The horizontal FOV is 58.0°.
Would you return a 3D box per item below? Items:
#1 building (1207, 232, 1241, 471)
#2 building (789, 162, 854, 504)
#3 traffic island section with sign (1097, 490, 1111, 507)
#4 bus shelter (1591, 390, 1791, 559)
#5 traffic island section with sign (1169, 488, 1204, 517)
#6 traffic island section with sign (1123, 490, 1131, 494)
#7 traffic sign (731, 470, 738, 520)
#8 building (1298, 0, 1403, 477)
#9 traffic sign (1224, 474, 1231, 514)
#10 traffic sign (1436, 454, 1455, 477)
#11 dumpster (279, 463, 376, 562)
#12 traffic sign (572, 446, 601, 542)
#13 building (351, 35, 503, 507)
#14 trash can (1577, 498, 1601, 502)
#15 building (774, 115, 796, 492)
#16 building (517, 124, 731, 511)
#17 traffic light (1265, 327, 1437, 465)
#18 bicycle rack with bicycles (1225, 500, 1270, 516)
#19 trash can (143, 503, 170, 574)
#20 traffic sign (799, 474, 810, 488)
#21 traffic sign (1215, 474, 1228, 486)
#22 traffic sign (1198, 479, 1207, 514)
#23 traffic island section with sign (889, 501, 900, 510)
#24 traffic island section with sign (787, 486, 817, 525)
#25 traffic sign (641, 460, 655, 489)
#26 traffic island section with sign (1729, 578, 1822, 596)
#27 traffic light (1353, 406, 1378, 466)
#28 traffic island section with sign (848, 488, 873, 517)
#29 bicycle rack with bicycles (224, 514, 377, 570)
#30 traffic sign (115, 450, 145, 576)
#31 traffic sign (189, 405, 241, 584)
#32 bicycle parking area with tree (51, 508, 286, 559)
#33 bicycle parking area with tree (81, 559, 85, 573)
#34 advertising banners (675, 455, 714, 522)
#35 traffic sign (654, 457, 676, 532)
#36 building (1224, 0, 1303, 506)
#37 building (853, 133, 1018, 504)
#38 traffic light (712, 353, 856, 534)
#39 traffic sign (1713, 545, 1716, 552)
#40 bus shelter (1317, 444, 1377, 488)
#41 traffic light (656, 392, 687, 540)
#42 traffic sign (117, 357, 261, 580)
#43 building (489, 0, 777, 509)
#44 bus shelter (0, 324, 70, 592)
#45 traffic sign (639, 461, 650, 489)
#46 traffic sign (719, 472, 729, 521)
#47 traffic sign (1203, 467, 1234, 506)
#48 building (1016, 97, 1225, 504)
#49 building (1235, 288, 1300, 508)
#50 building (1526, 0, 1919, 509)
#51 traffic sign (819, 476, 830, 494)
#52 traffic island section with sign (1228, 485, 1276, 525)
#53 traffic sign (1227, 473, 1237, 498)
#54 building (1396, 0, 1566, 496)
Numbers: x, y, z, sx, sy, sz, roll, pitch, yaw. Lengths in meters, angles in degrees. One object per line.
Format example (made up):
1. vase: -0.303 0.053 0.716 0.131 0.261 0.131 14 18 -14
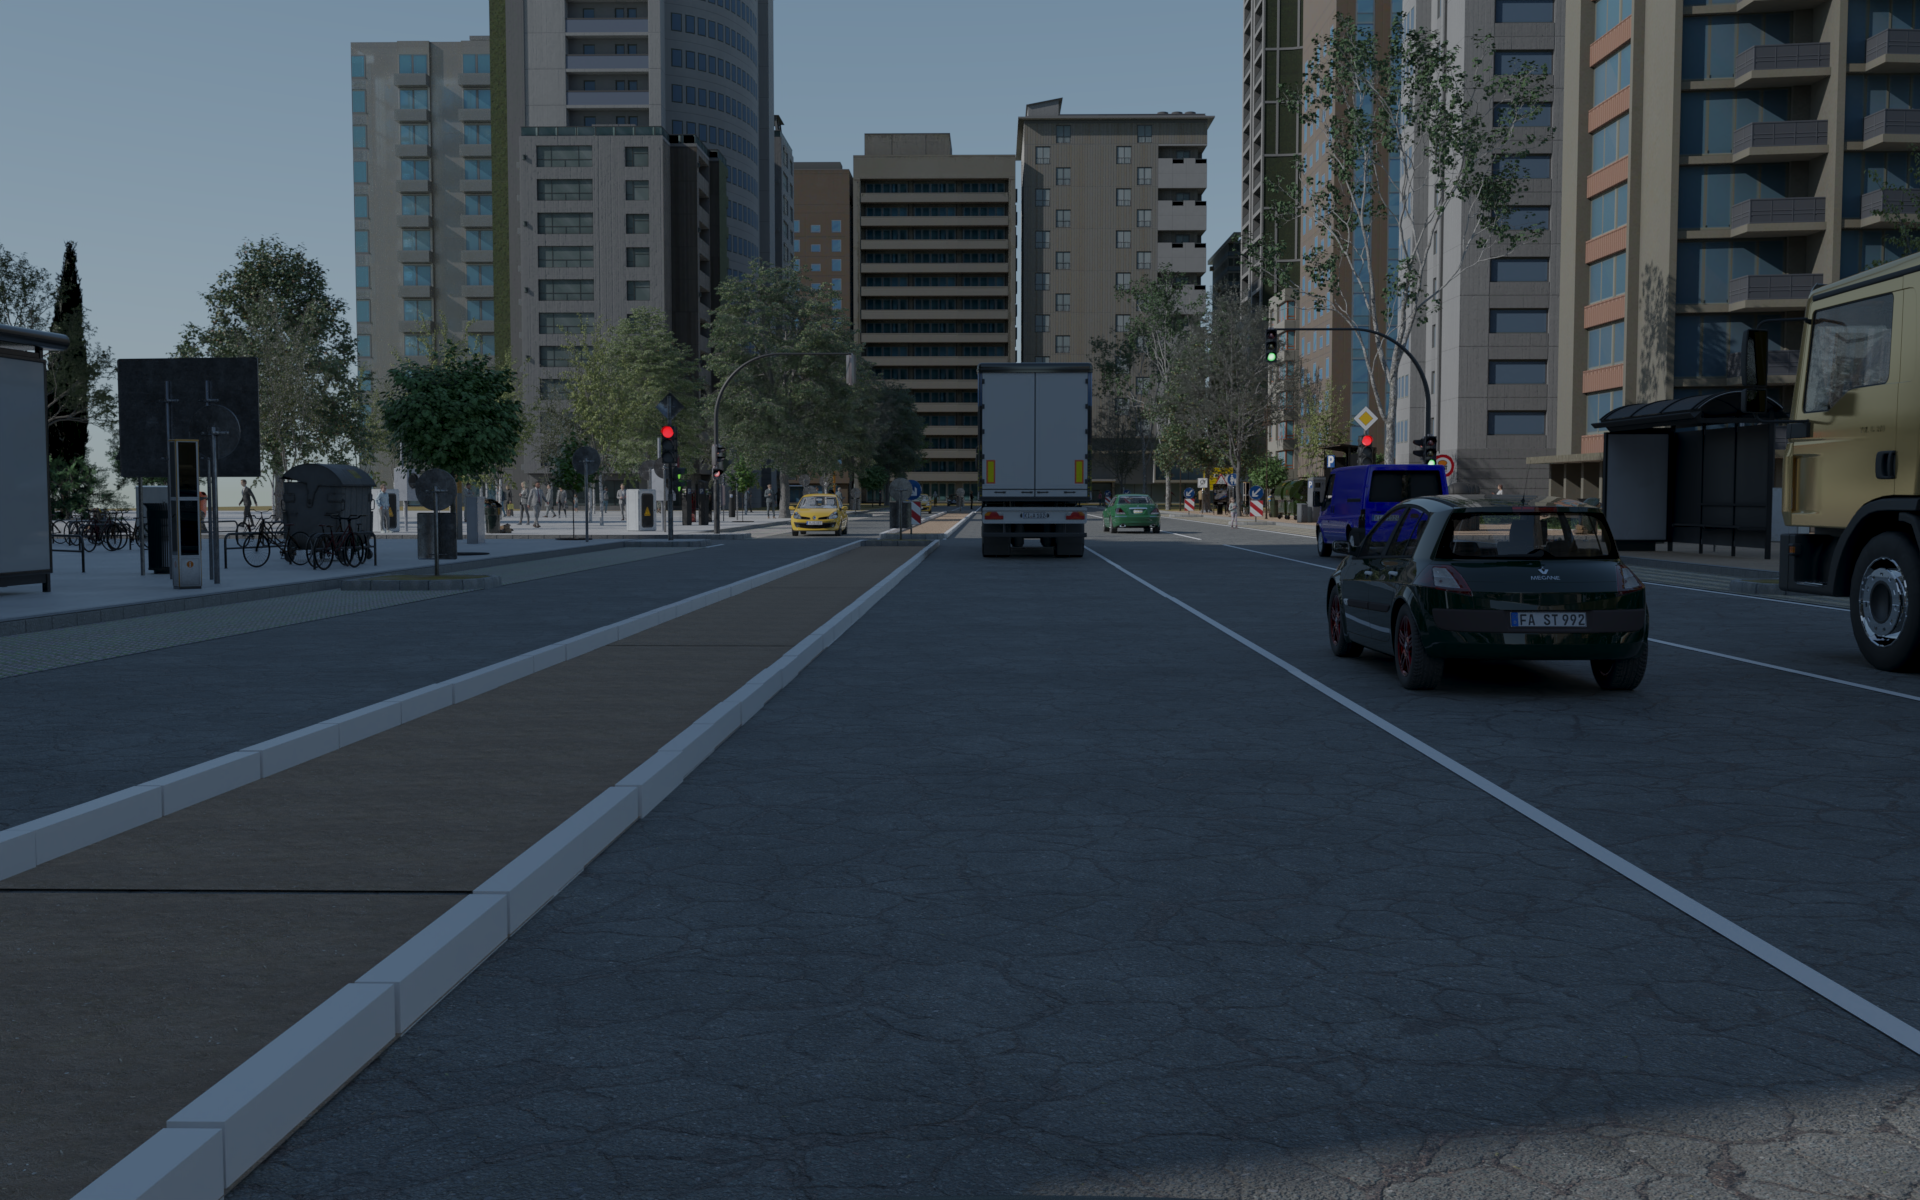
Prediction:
1. building: 47.732 -33.542 240.285 23.993 40.220 32.217 0 4 1
2. building: -21.311 -35.622 232.526 14.200 45.320 14.600 0 4 1
3. traffic island section with sign: 15.641 -10.791 185.053 1.989 1.847 2.006 0 4 1
4. bus shelter: 15.189 -2.596 36.366 2.014 3.302 5.546 0 4 1
5. traffic island section with sign: 14.054 -6.055 107.632 1.989 1.847 2.006 0 4 1
6. traffic island section with sign: 15.086 -9.142 158.103 1.989 1.847 2.006 0 4 1
7. traffic sign: -10.928 -5.186 84.893 0.768 2.556 0.104 1 4 10
8. building: 35.261 -29.823 137.711 14.600 45.320 14.200 0 4 1
9. traffic sign: 17.449 -6.841 111.964 0.768 2.556 0.104 0 4 5
10. traffic sign: 15.355 -3.370 55.201 0.768 2.556 0.104 0 4 4
11. dumpster: -12.145 -1.685 33.303 1.264 1.857 1.865 0 4 1
12. traffic sign: -9.957 -2.817 46.164 0.768 2.556 0.104 0 4 2
13. building: -47.868 -34.534 184.234 30.456 49.044 23.786 0 4 1
14. trash can: 20.793 -2.793 57.321 0.748 1.137 0.748 0 3 0
15. building: -25.390 -30.910 188.966 14.086 41.232 14.154 0 4 1
16. building: -26.578 -22.474 139.147 14.160 30.474 14.107 0 4 1
17. traffic light: 10.672 -4.444 47.335 4.771 5.953 1.251 0 4 1
18. bicycle rack with bicycles: 17.200 -5.484 103.037 2.852 0.926 2.925 0 4 -6
19. trash can: -12.790 -0.998 27.973 0.748 1.137 0.748 0 3 0
20. traffic sign: -10.022 -6.821 111.633 0.768 2.556 0.104 0 4 2
21. traffic sign: 16.721 -6.786 110.962 0.884 2.594 0.081 0 4 8
22. traffic sign: 15.763 -6.751 112.506 0.606 2.300 0.079 1 4 10
23. traffic island section with sign: -5.443 -9.117 157.693 1.989 1.847 2.006 0 4 1
24. traffic island section with sign: -7.017 -4.436 81.162 1.989 1.847 2.006 0 4 1
25. traffic sign: -11.580 -3.960 64.848 0.768 2.556 0.104 0 4 5
26. traffic island section with sign: 12.348 -1.006 25.083 1.989 1.847 2.006 0 4 1
27. traffic light: 12.930 -4.067 55.417 0.839 4.253 0.868 0 4 1
28. traffic island section with sign: -6.472 -6.085 108.112 1.989 1.847 2.006 0 4 1
29. bicycle rack with bicycles: -11.391 -1.049 30.529 2.852 0.926 2.925 1 4 16
30. traffic sign: -12.879 -1.665 27.224 0.884 2.594 0.081 1 4 10
31. traffic sign: -10.637 -1.505 24.721 0.768 2.556 0.104 0 4 6
32. bicycle parking area with tree: -20.496 -3.325 41.370 8.231 4.147 9.016 1 4 22
33. bicycle parking area with tree: -18.954 -2.469 27.377 8.231 4.147 9.016 -3 5 -39
34. advertising banners: -12.207 -5.042 78.631 2.074 3.025 0.090 -1 4 -20
35. traffic sign: -9.893 -3.542 58.018 0.768 2.556 0.104 0 4 8
36. building: 39.249 -45.561 183.172 20.563 71.187 20.611 0 4 1
37. building: -3.100 -37.415 235.441 21.600 48.544 21.300 0 4 1
38. traffic light: -5.734 -4.963 55.818 4.771 5.953 1.251 0 4 1
39. traffic sign: 16.773 -2.350 38.418 0.884 2.594 0.081 1 4 8
40. bus shelter: 18.673 -5.658 83.789 1.731 3.624 6.357 0 4 1
41. traffic light: -7.992 -3.604 47.843 0.839 4.253 0.868 0 4 1
42. traffic sign: -11.531 -1.959 25.899 2.265 3.308 0.079 1 4 8
43. building: -29.373 -37.805 160.107 21.231 58.520 28.212 0 4 1
44. bus shelter: -12.803 -2.487 18.288 2.179 5.291 8.768 0 4 1
45. traffic sign: -11.826 -4.020 65.840 0.768 2.556 0.104 0 4 7
46. traffic sign: -11.113 -4.848 81.387 0.606 2.300 0.079 1 4 11
47. traffic sign: 19.293 -8.293 129.466 2.265 3.308 0.079 0 4 6
48. building: 21.521 -39.721 238.678 27.495 52.752 28.713 0 4 1
49. building: 41.362 -19.253 159.827 27.650 21.520 28.899 0 4 1
50. building: 41.049 -25.806 76.552 28.867 44.769 22.147 0 4 1
51. traffic sign: -9.327 -7.293 119.350 0.768 2.556 0.104 0 4 8
52. traffic island section with sign: 13.481 -4.373 80.123 1.989 1.847 2.006 0 4 1
53. traffic sign: 16.738 -6.481 106.078 0.768 2.556 0.104 0 4 7
54. building: 40.278 -35.044 114.974 21.231 58.520 28.212 0 4 1
